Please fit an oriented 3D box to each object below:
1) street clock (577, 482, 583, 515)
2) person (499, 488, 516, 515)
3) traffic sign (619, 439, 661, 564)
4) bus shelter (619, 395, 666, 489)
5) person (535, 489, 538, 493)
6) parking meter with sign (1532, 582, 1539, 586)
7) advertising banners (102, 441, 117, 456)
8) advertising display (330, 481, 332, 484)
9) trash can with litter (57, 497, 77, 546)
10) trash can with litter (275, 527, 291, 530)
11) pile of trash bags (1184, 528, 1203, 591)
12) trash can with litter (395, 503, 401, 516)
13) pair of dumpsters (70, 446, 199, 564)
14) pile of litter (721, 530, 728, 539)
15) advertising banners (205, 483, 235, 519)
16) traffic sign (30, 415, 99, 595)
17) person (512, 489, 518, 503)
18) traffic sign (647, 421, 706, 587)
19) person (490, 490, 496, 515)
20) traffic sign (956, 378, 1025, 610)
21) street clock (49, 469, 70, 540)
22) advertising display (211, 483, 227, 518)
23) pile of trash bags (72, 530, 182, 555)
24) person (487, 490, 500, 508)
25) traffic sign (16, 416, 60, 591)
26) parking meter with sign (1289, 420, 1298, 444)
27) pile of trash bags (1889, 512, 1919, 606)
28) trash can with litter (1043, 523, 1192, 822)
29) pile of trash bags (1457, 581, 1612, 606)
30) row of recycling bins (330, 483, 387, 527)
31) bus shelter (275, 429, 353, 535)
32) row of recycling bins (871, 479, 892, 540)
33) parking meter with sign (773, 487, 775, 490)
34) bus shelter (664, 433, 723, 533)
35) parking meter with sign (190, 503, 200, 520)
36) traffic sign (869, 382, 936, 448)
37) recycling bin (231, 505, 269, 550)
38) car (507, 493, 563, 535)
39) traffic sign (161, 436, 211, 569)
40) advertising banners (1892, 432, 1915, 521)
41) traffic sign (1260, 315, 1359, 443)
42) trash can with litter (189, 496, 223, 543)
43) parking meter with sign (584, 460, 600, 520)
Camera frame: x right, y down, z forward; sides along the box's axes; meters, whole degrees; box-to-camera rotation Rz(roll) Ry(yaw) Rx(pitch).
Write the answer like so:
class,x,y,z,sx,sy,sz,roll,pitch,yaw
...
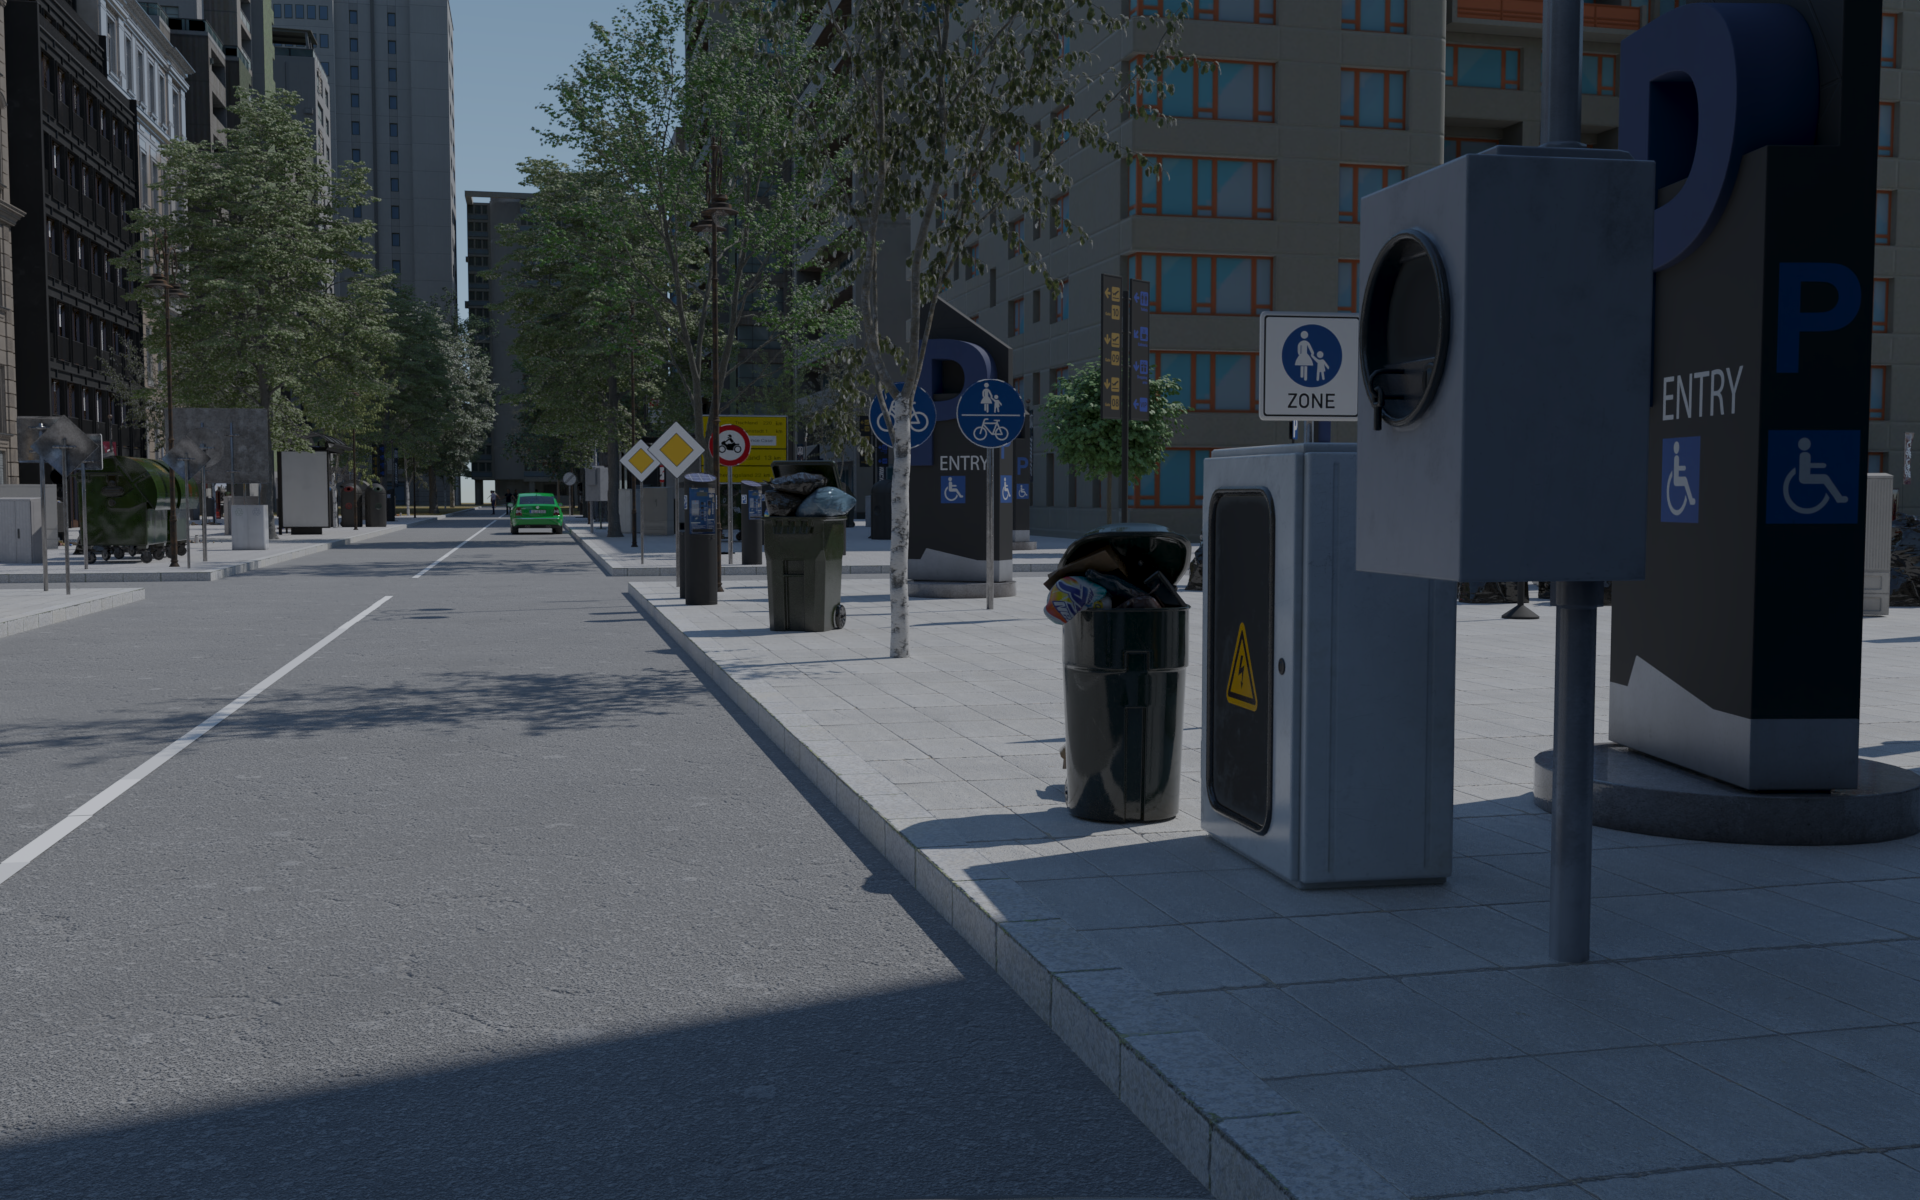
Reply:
class,x,y,z,sx,sy,sz,roll,pitch,yaw
street clock,-23.026,-6.159,105.276,0.471,2.002,0.358,-1,4,-20
person,-31.294,-6.818,119.983,1.348,1.822,0.705,1,4,17
traffic sign,-5.811,-1.710,31.605,0.795,2.450,0.064,-1,4,-14
bus shelter,-12.376,-5.509,67.704,2.179,5.291,8.768,-1,4,-14
person,-32.572,-7.624,133.153,1.348,1.824,0.705,-3,5,-40
parking meter with sign,8.235,-1.679,23.712,0.543,3.016,1.738,0,4,4
advertising banners,-27.768,-3.781,58.014,0.090,3.025,2.074,2,4,26
advertising display,-29.660,-4.685,81.820,0.123,1.923,0.974,-2,4,-28
trash can with litter,-22.587,-1.923,42.505,1.678,1.210,2.233,1,4,16
trash can with litter,-24.393,-3.166,62.826,2.233,1.210,1.678,-3,5,-43
pile of trash bags,4.352,-0.887,24.256,1.912,1.369,3.447,1,4,21
trash can with litter,-33.099,-5.437,99.945,2.233,1.210,1.678,1,4,15
pair of dumpsters,-16.030,-1.911,33.733,1.574,2.255,4.437,-1,4,-14
pile of litter,-7.220,-2.184,49.680,1.176,0.858,1.719,-1,4,-13
advertising banners,-38.324,-5.694,89.282,2.074,3.025,0.090,1,4,12
traffic sign,-11.373,-1.125,22.034,0.795,2.450,0.064,-1,4,-14
person,-36.395,-8.167,142.054,0.705,1.821,1.348,1,4,22
traffic sign,-3.898,-1.236,23.851,0.795,2.450,0.064,-1,4,-14
person,-32.812,-6.854,121.493,0.436,1.711,0.756,1,4,19
traffic sign,0.334,-1.167,19.190,0.768,2.556,0.104,0,4,-8
street clock,-24.979,-2.662,48.095,0.471,2.002,0.358,-1,4,-19
advertising display,-40.352,-5.454,94.381,0.123,1.923,0.974,2,4,27
pile of trash bags,-18.038,-1.741,38.219,1.912,1.369,3.447,0,4,-4
person,-47.816,-10.344,177.620,1.348,1.824,0.705,-2,4,-33
traffic sign,-12.084,-1.266,22.835,0.606,2.300,0.079,-1,4,-10
parking meter with sign,6.520,-2.567,38.227,1.738,3.016,0.543,1,4,22
pile of trash bags,12.138,-0.620,19.895,3.447,1.369,1.912,2,4,28
trash can with litter,0.583,0.261,7.123,0.624,1.170,1.055,0,4,-6
pile of trash bags,7.547,-0.666,20.650,3.447,1.369,1.912,1,4,20
row of recycling bins,-24.080,-3.671,67.126,3.534,1.692,1.069,-1,4,-13
bus shelter,-21.273,-3.854,56.938,2.014,3.302,5.546,-1,4,-14
row of recycling bins,-0.826,-2.581,49.305,3.534,1.692,1.069,-1,4,-19
parking meter with sign,-11.117,-6.686,105.571,1.738,3.016,0.543,-2,4,-26
bus shelter,-9.209,-4.018,59.611,2.014,3.302,5.546,-1,4,-14
parking meter with sign,-37.885,-5.375,84.145,0.543,3.016,1.738,3,4,37
traffic sign,-0.655,-1.202,19.751,0.768,2.556,0.104,0,4,-5
recycling bin,-16.330,-1.669,39.837,0.722,1.027,0.722,-1,4,-16
car,-15.410,-3.308,62.883,1.959,1.807,4.718,-1,4,-16
traffic sign,-13.287,-1.599,29.788,0.795,2.450,0.064,-1,4,-14
advertising banners,26.080,-3.193,48.390,2.074,3.025,0.090,-2,4,-34
traffic sign,1.972,-0.471,9.830,0.606,2.300,0.079,-1,4,-11
trash can with litter,-20.501,-2.118,45.680,1.678,1.210,2.233,-2,4,-32
parking meter with sign,-18.382,-5.534,86.746,0.543,3.016,1.738,0,4,-1
